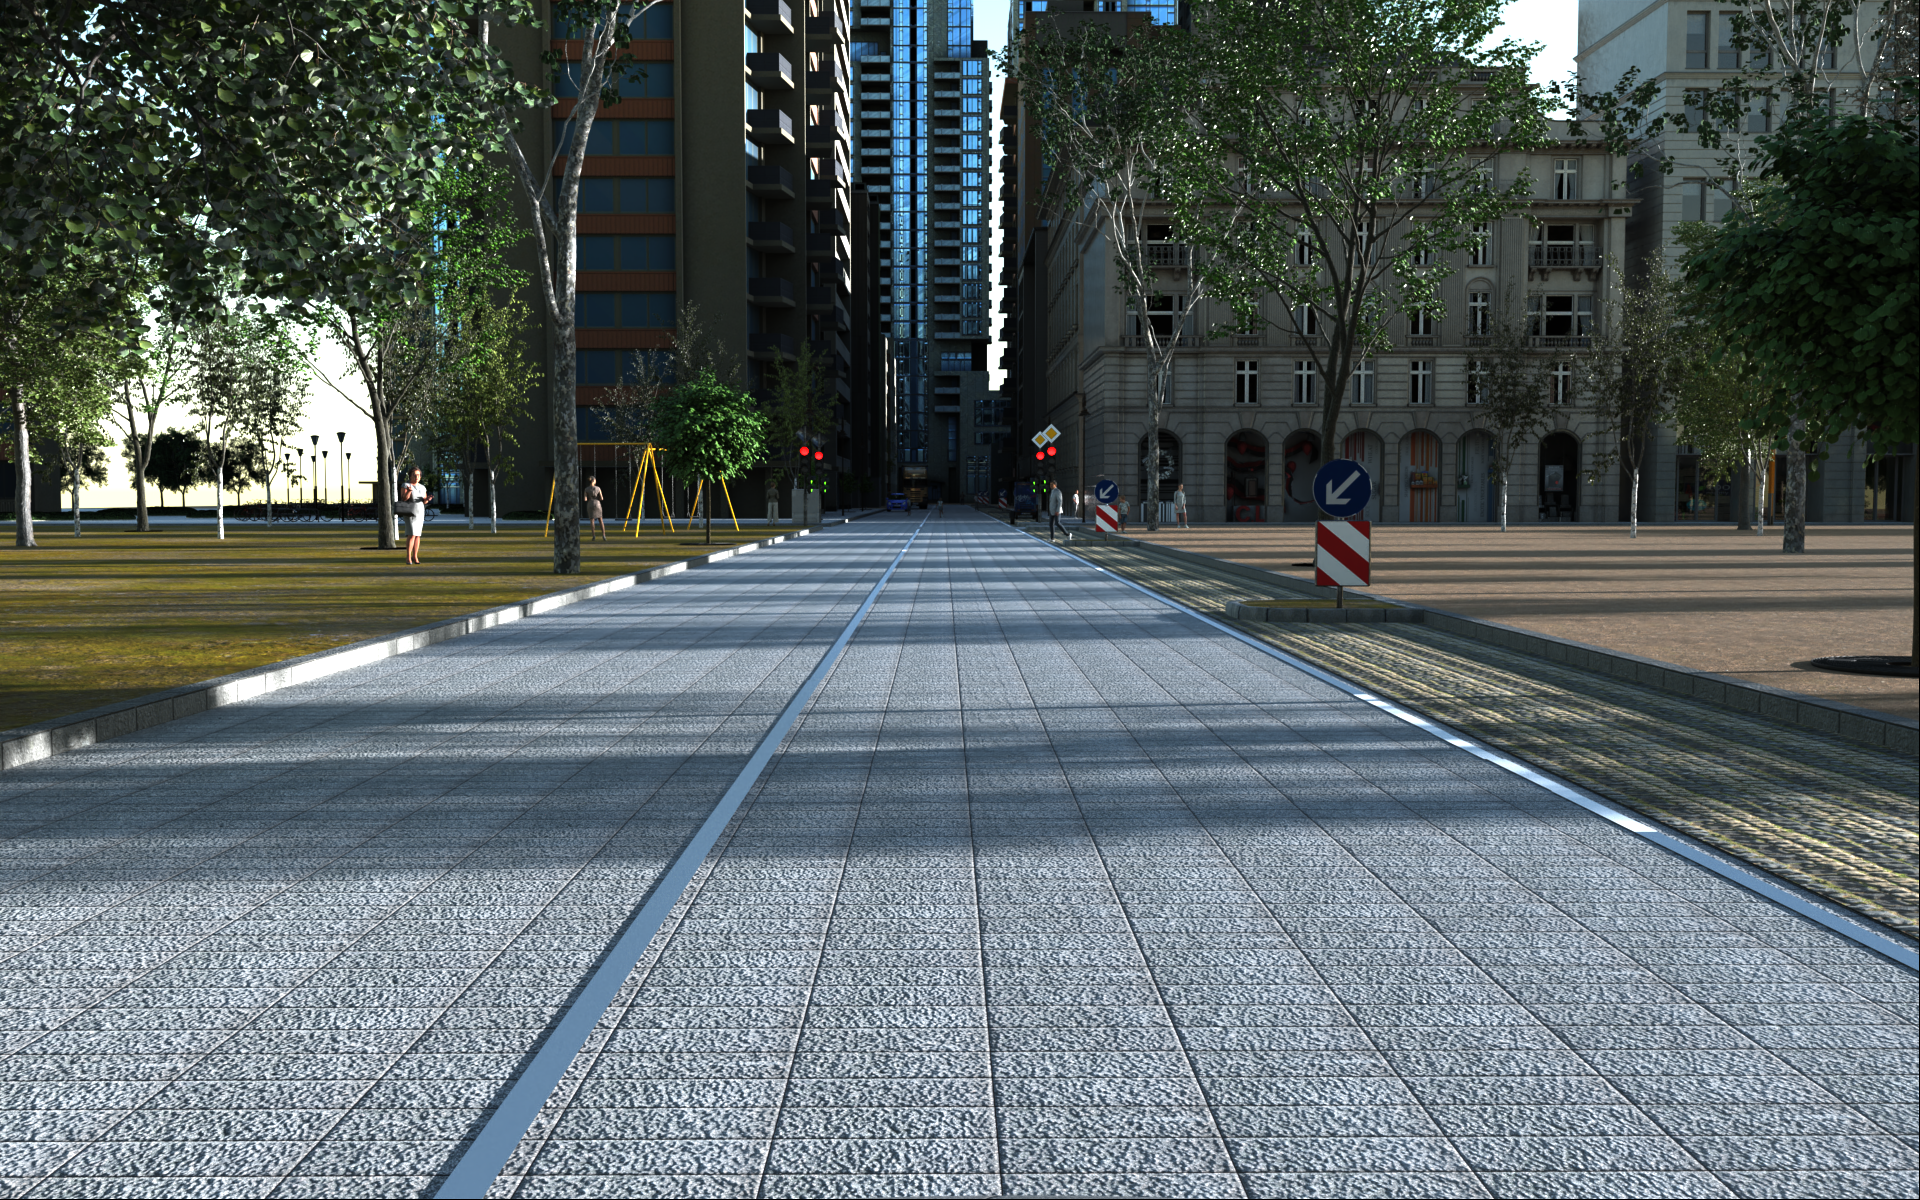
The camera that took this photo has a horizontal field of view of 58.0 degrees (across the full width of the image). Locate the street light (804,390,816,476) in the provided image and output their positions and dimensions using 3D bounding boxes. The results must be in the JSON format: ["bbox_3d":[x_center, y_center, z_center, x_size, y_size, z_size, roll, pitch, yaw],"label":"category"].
[{"bbox_3d":[-6.675,-6.384,77.159,0.468,5.910,1.993,0,4,-1],"label":"street light"}]

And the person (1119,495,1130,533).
[{"bbox_3d":[5.362,-2.804,56.569,0.332,1.250,0.352,3,5,42],"label":"person"}]

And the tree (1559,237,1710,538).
[{"bbox_3d":[19.759,-6.133,50.634,4.360,8.622,3.978,0,3,0],"label":"tree"}]

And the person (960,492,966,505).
[{"bbox_3d":[0.409,-13.275,226.073,0.617,1.759,0.750,2,4,33],"label":"person"}]

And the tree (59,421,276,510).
[{"bbox_3d":[-62.117,-10.502,134.620,11.467,7.101,20.602,0,4,2],"label":"tree"}]

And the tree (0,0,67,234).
[{"bbox_3d":[-12.149,-4.190,18.864,4.360,8.622,3.978,0,3,0],"label":"tree"}]

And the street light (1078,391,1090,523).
[{"bbox_3d":[5.550,-6.407,77.544,0.468,5.910,1.993,0,4,-1],"label":"street light"}]

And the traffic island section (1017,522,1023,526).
[{"bbox_3d":[3.577,-3.356,77.147,2.009,0.180,2.903,0,4,-1],"label":"traffic island section"}]

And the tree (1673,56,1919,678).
[{"bbox_3d":[7.058,-1.771,12.667,4.285,4.588,4.351,0,3,0],"label":"tree"}]

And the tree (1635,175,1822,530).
[{"bbox_3d":[28.109,-8.770,61.522,7.486,12.596,7.792,0,3,0],"label":"tree"}]

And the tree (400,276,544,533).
[{"bbox_3d":[-15.442,-6.492,56.504,4.737,8.622,4.395,0,3,0],"label":"tree"}]

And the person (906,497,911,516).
[{"bbox_3d":[-3.395,-6.208,114.679,0.332,1.250,0.352,-1,4,-18],"label":"person"}]

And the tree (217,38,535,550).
[{"bbox_3d":[-13.457,-6.984,39.950,9.928,11.665,9.643,0,3,0],"label":"tree"}]

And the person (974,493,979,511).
[{"bbox_3d":[1.395,-8.116,143.788,0.523,1.515,0.503,1,4,19],"label":"person"}]

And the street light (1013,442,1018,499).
[{"bbox_3d":[4.829,-10.952,151.844,0.468,5.910,1.993,0,4,-1],"label":"street light"}]

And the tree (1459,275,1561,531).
[{"bbox_3d":[18.886,-6.662,59.290,4.360,8.622,3.978,0,3,0],"label":"tree"}]

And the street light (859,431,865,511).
[{"bbox_3d":[-7.185,-9.468,127.586,0.468,5.910,1.993,0,4,-1],"label":"street light"}]

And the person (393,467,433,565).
[{"bbox_3d":[-9.968,-1.538,31.547,0.532,1.782,0.716,3,5,39],"label":"person"}]

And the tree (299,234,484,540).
[{"bbox_3d":[-15.640,-6.001,48.483,4.360,8.622,3.978,0,3,0],"label":"tree"}]

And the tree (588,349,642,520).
[{"bbox_3d":[-15.765,-8.241,85.107,4.360,8.622,3.978,0,3,0],"label":"tree"}]

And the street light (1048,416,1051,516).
[{"bbox_3d":[5.268,-7.912,102.153,0.468,5.910,1.993,0,4,-1],"label":"street light"}]

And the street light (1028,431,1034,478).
[{"bbox_3d":[5.169,-9.419,126.790,0.468,5.910,1.993,0,4,-1],"label":"street light"}]

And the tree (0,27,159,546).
[{"bbox_3d":[-23.067,-7.570,41.891,7.486,12.596,7.792,0,3,0],"label":"tree"}]

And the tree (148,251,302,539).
[{"bbox_3d":[-21.135,-6.069,49.593,4.360,8.622,3.978,0,3,0],"label":"tree"}]

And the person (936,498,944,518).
[{"bbox_3d":[-1.230,-5.620,105.408,0.505,1.210,0.382,1,4,10],"label":"person"}]

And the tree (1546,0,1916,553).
[{"bbox_3d":[19.450,-11.144,38.091,12.611,20.169,13.585,0,3,0],"label":"tree"}]

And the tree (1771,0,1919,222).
[{"bbox_3d":[17.103,-6.934,23.747,12.009,13.543,11.850,0,3,0],"label":"tree"}]

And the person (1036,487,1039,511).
[{"bbox_3d":[4.991,-6.425,111.192,0.616,1.811,0.778,0,4,2],"label":"person"}]

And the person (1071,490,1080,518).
[{"bbox_3d":[6.121,-5.039,91.031,0.523,1.515,0.503,0,4,2],"label":"person"}]

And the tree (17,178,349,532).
[{"bbox_3d":[-27.760,-8.131,58.702,9.928,11.665,9.643,0,3,0],"label":"tree"}]

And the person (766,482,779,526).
[{"bbox_3d":[-7.513,-3.858,69.677,0.519,1.759,0.362,0,4,7],"label":"person"}]

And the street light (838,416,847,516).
[{"bbox_3d":[-6.923,-7.923,102.335,0.468,5.910,1.993,0,4,-1],"label":"street light"}]

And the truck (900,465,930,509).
[{"bbox_3d":[-4.384,-10.892,166.997,2.839,4.237,11.283,0,4,-2],"label":"truck"}]

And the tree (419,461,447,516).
[{"bbox_3d":[-31.054,-6.511,101.051,1.663,3.219,1.824,0,3,0],"label":"tree"}]

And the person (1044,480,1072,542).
[{"bbox_3d":[2.906,-2.635,51.436,0.795,1.843,0.661,-1,4,-17],"label":"person"}]

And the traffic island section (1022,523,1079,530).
[{"bbox_3d":[3.657,-2.867,69.162,2.009,0.180,2.903,0,4,-1],"label":"traffic island section"}]

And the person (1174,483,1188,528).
[{"bbox_3d":[8.317,-3.571,65.431,0.512,1.701,0.522,-1,4,-17],"label":"person"}]

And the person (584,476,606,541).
[{"bbox_3d":[-10.043,-2.524,47.653,0.599,1.781,0.374,-1,4,-15],"label":"person"}]

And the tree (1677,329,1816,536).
[{"bbox_3d":[24.579,-6.291,53.228,4.737,8.622,4.395,0,3,0],"label":"tree"}]

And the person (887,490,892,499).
[{"bbox_3d":[-7.557,-11.243,190.404,0.750,1.759,0.617,-2,4,-25],"label":"person"}]

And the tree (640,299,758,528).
[{"bbox_3d":[-9.741,-7.023,65.190,4.360,8.622,3.978,0,3,0],"label":"tree"}]

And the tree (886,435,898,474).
[{"bbox_3d":[-9.071,-15.204,198.945,4.737,8.622,4.395,0,3,0],"label":"tree"}]

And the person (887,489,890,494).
[{"bbox_3d":[-8.071,-11.756,198.250,1.348,1.824,0.705,0,4,8],"label":"person"}]
